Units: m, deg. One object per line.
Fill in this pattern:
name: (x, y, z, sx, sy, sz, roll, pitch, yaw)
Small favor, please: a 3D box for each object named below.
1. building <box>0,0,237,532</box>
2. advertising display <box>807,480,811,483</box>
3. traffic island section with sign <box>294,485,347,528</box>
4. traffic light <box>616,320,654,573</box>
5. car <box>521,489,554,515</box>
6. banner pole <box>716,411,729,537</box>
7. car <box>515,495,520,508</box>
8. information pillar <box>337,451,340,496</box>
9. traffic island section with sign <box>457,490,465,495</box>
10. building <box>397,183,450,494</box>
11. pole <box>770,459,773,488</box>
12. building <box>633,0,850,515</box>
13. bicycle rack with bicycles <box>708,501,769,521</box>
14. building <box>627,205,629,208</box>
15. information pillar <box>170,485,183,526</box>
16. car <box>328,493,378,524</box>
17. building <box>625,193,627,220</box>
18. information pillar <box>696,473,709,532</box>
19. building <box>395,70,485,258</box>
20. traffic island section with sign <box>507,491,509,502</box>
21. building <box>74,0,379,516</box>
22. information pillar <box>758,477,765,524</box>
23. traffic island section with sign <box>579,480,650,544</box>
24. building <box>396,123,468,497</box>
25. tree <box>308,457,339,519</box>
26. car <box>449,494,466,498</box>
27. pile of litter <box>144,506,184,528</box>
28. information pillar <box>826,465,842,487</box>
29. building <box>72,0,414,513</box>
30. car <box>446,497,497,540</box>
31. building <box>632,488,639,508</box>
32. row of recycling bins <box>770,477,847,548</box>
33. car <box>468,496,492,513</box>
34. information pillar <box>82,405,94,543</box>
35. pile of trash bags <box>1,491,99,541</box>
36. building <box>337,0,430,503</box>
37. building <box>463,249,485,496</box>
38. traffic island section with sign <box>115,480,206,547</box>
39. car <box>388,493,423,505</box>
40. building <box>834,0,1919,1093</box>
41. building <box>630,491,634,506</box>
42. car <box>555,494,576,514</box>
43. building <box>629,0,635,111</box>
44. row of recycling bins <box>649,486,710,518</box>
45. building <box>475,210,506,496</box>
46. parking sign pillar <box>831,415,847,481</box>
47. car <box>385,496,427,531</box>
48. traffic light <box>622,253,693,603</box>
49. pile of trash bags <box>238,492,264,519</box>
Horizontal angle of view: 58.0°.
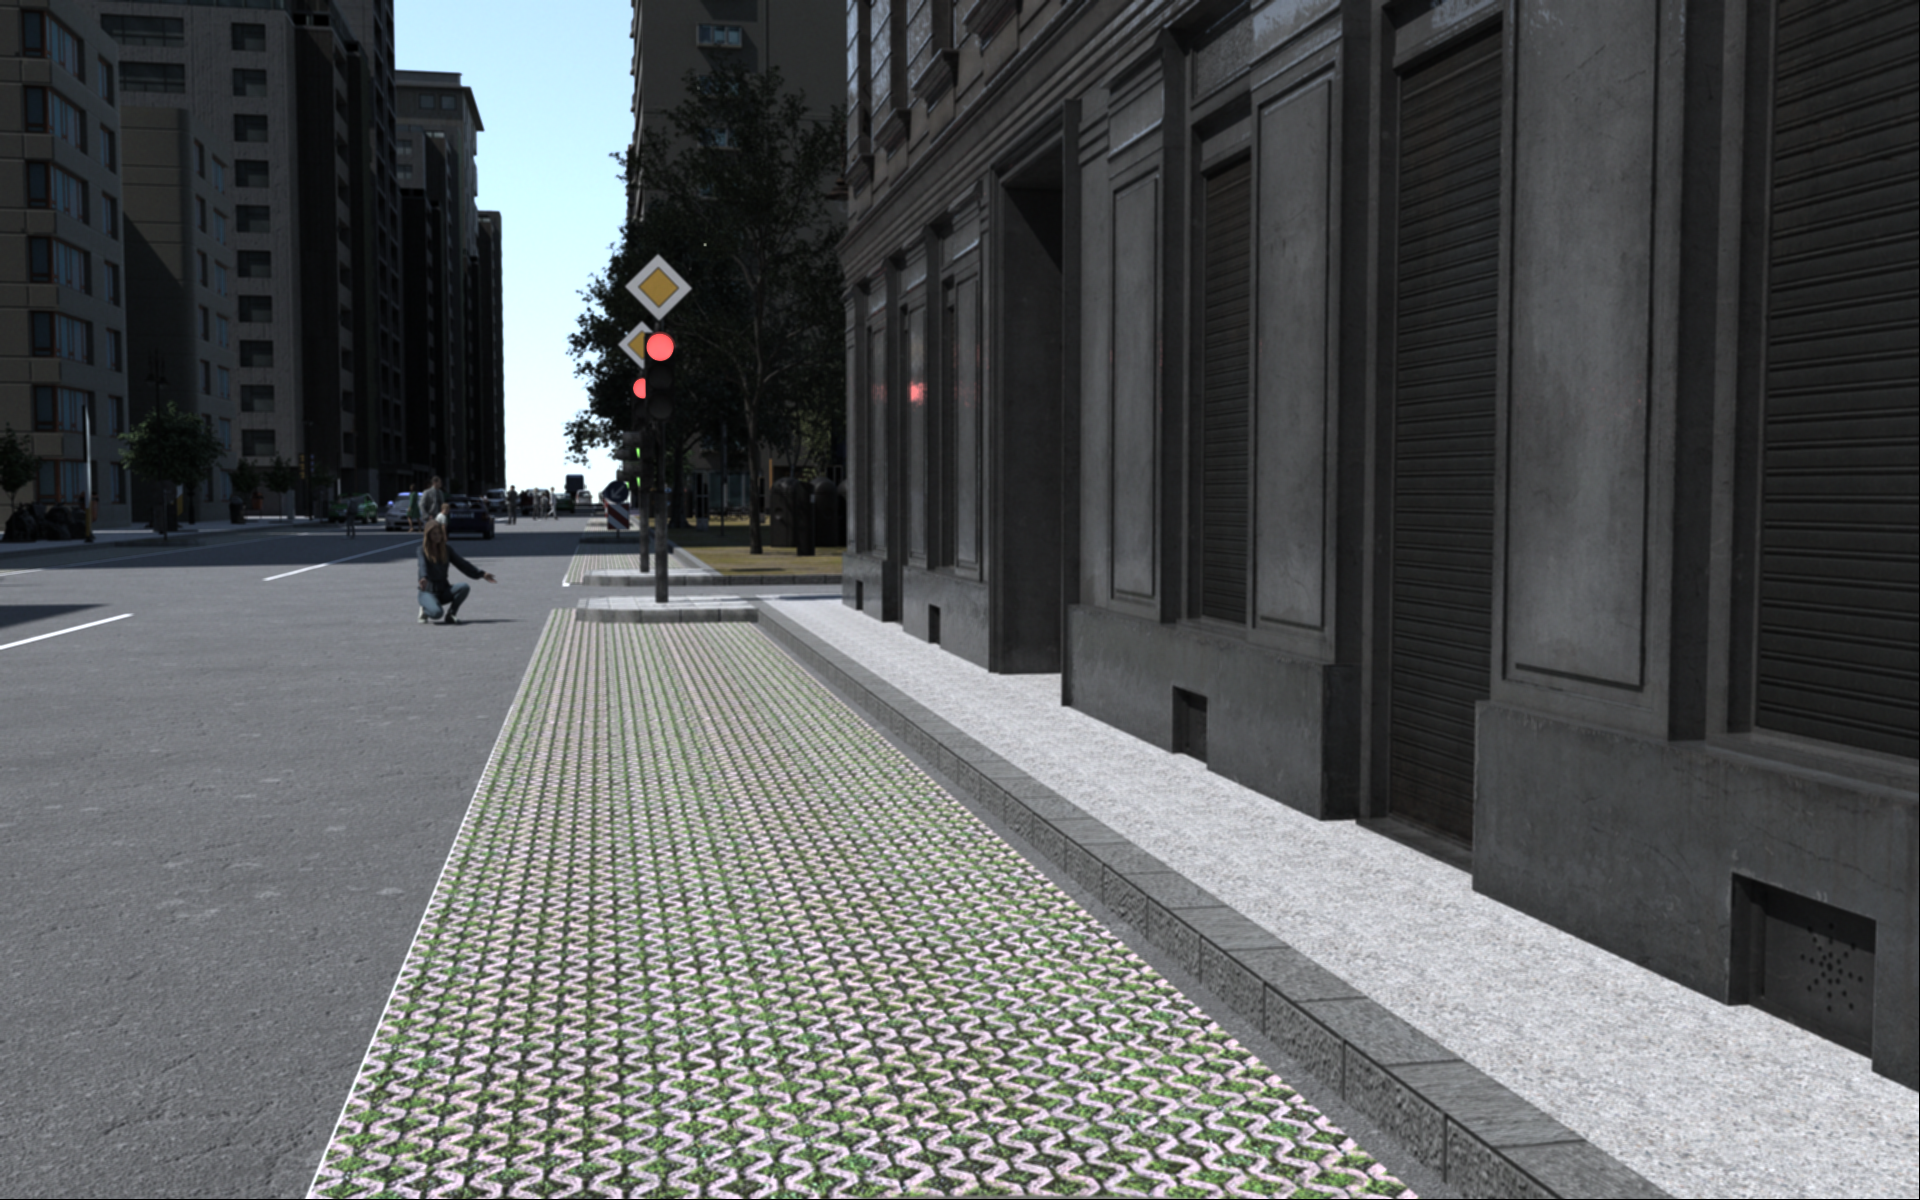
building: (-46.999, -13.747, 69.795, 27.650, 21.520, 28.899, -1, 4, -12)
advertising display: (-6.477, -4.510, 78.954, 0.974, 1.923, 0.123, -1, 4, -19)
traffic island section with sign: (-27.529, -4.035, 74.598, 1.989, 1.847, 2.006, -1, 4, -12)
traffic light: (-5.170, -2.402, 28.187, 0.839, 4.253, 0.868, -1, 4, -12)
car: (-29.089, -6.771, 119.380, 2.281, 1.827, 5.304, -1, 4, -11)
banner pole: (-7.107, -3.800, 52.149, 0.401, 3.779, 0.863, -1, 4, -22)
car: (-43.479, -9.766, 172.034, 2.083, 1.381, 4.827, -1, 4, -11)
information pillar: (-33.925, -6.317, 94.632, 0.183, 3.616, 0.504, -1, 4, -17)
traffic island section with sign: (-43.222, -8.656, 150.148, 1.989, 1.847, 2.006, -1, 4, -12)
building: (-55.794, -23.857, 161.769, 14.160, 30.474, 14.107, -1, 4, -12)
pole: (-10.928, -6.524, 100.502, 0.158, 3.312, 0.155, 0, 3, 0)
building: (-10.506, -30.044, 114.926, 21.300, 48.544, 21.600, -1, 4, -12)
bicycle rack with bicycles: (-11.159, -4.363, 84.721, 2.925, 0.926, 2.852, 1, 4, 21)
building: (-35.539, -38.268, 245.288, 23.786, 49.044, 30.456, -1, 4, -12)
information pillar: (-31.315, -4.757, 69.135, 0.183, 3.616, 0.504, 3, 5, 42)
car: (-28.969, -4.519, 82.677, 1.959, 1.807, 4.718, -1, 4, -10)
building: (-30.169, -34.316, 215.696, 22.147, 44.769, 28.867, -1, 4, -12)
information pillar: (-8.821, -3.352, 59.290, 0.304, 2.012, 0.304, 2, 4, 31)
building: (-75.275, -38.503, 218.758, 28.713, 52.752, 27.495, -1, 4, -12)
traffic island section with sign: (-59.964, -13.580, 230.655, 1.989, 1.847, 2.006, -1, 4, -12)
building: (-43.420, -20.331, 104.112, 14.160, 30.474, 14.107, -1, 4, -12)
information pillar: (-8.664, -4.330, 75.282, 0.304, 2.012, 0.304, -2, 4, -30)
traffic island section with sign: (-10.120, -2.571, 50.664, 1.989, 1.847, 2.006, -1, 4, -12)
building: (-60.881, -30.703, 185.583, 14.154, 41.232, 14.086, -1, 4, -12)
tree: (-33.712, -5.892, 90.932, 1.663, 3.219, 1.824, 0, 3, 0)
car: (-30.971, -5.755, 106.095, 2.014, 1.417, 4.499, -1, 4, -10)
pile of litter: (-30.141, -3.142, 65.336, 1.719, 0.858, 1.176, 2, 4, 26)
information pillar: (-3.236, -2.451, 44.572, 0.304, 2.012, 0.304, 3, 5, 39)
building: (-55.880, -26.247, 121.024, 32.217, 40.220, 23.993, -1, 4, -12)
car: (-15.858, -2.626, 55.518, 1.945, 1.354, 3.894, -1, 4, -13)
building: (-15.462, -29.112, 167.854, 32.217, 40.220, 23.993, -1, 4, -12)
row of recycling bins: (-3.006, -2.166, 42.524, 3.534, 1.692, 1.069, -3, 4, -36)
car: (-32.902, -6.443, 117.916, 1.945, 1.354, 3.894, -1, 4, -11)
information pillar: (-23.088, -3.331, 45.824, 0.183, 3.616, 0.504, -1, 4, -18)
pile of trash bags: (-25.392, -2.399, 48.973, 1.912, 1.369, 3.447, 0, 4, 1)
building: (-55.451, -43.098, 142.902, 20.563, 71.187, 20.611, -1, 4, -12)
building: (-63.034, -26.237, 200.682, 14.160, 30.474, 14.107, -1, 4, -12)
traffic island section with sign: (-21.903, -2.382, 47.573, 1.989, 1.847, 2.006, -1, 4, -12)
car: (-24.052, -4.063, 76.029, 1.945, 1.707, 3.694, -1, 4, -13)
building: (5.027, -9.947, 11.781, 9.793, 20.994, 18.267, -1, 4, -12)
building: (-30.044, -25.839, 194.173, 14.160, 30.474, 14.107, -1, 4, -12)
car: (-29.185, -7.229, 126.983, 1.959, 1.807, 4.718, -1, 4, -11)
building: (-15.200, -29.697, 140.175, 22.147, 44.769, 28.867, -1, 4, -12)
row of recycling bins: (-15.035, -5.182, 91.842, 3.534, 1.692, 1.069, 0, 4, -1)
building: (-71.321, -34.149, 241.922, 14.154, 41.232, 14.086, -1, 4, -12)
parking sign pillar: (-3.860, -4.297, 58.720, 1.447, 3.967, 1.447, 2, 4, 28)
car: (-21.550, -3.429, 68.429, 2.083, 1.381, 4.827, -1, 4, -12)
traffic light: (-3.545, -1.923, 20.368, 0.839, 4.253, 0.868, -1, 4, -12)
pile of trash bags: (-37.853, -4.928, 90.319, 3.447, 1.369, 1.912, 1, 4, 14)
